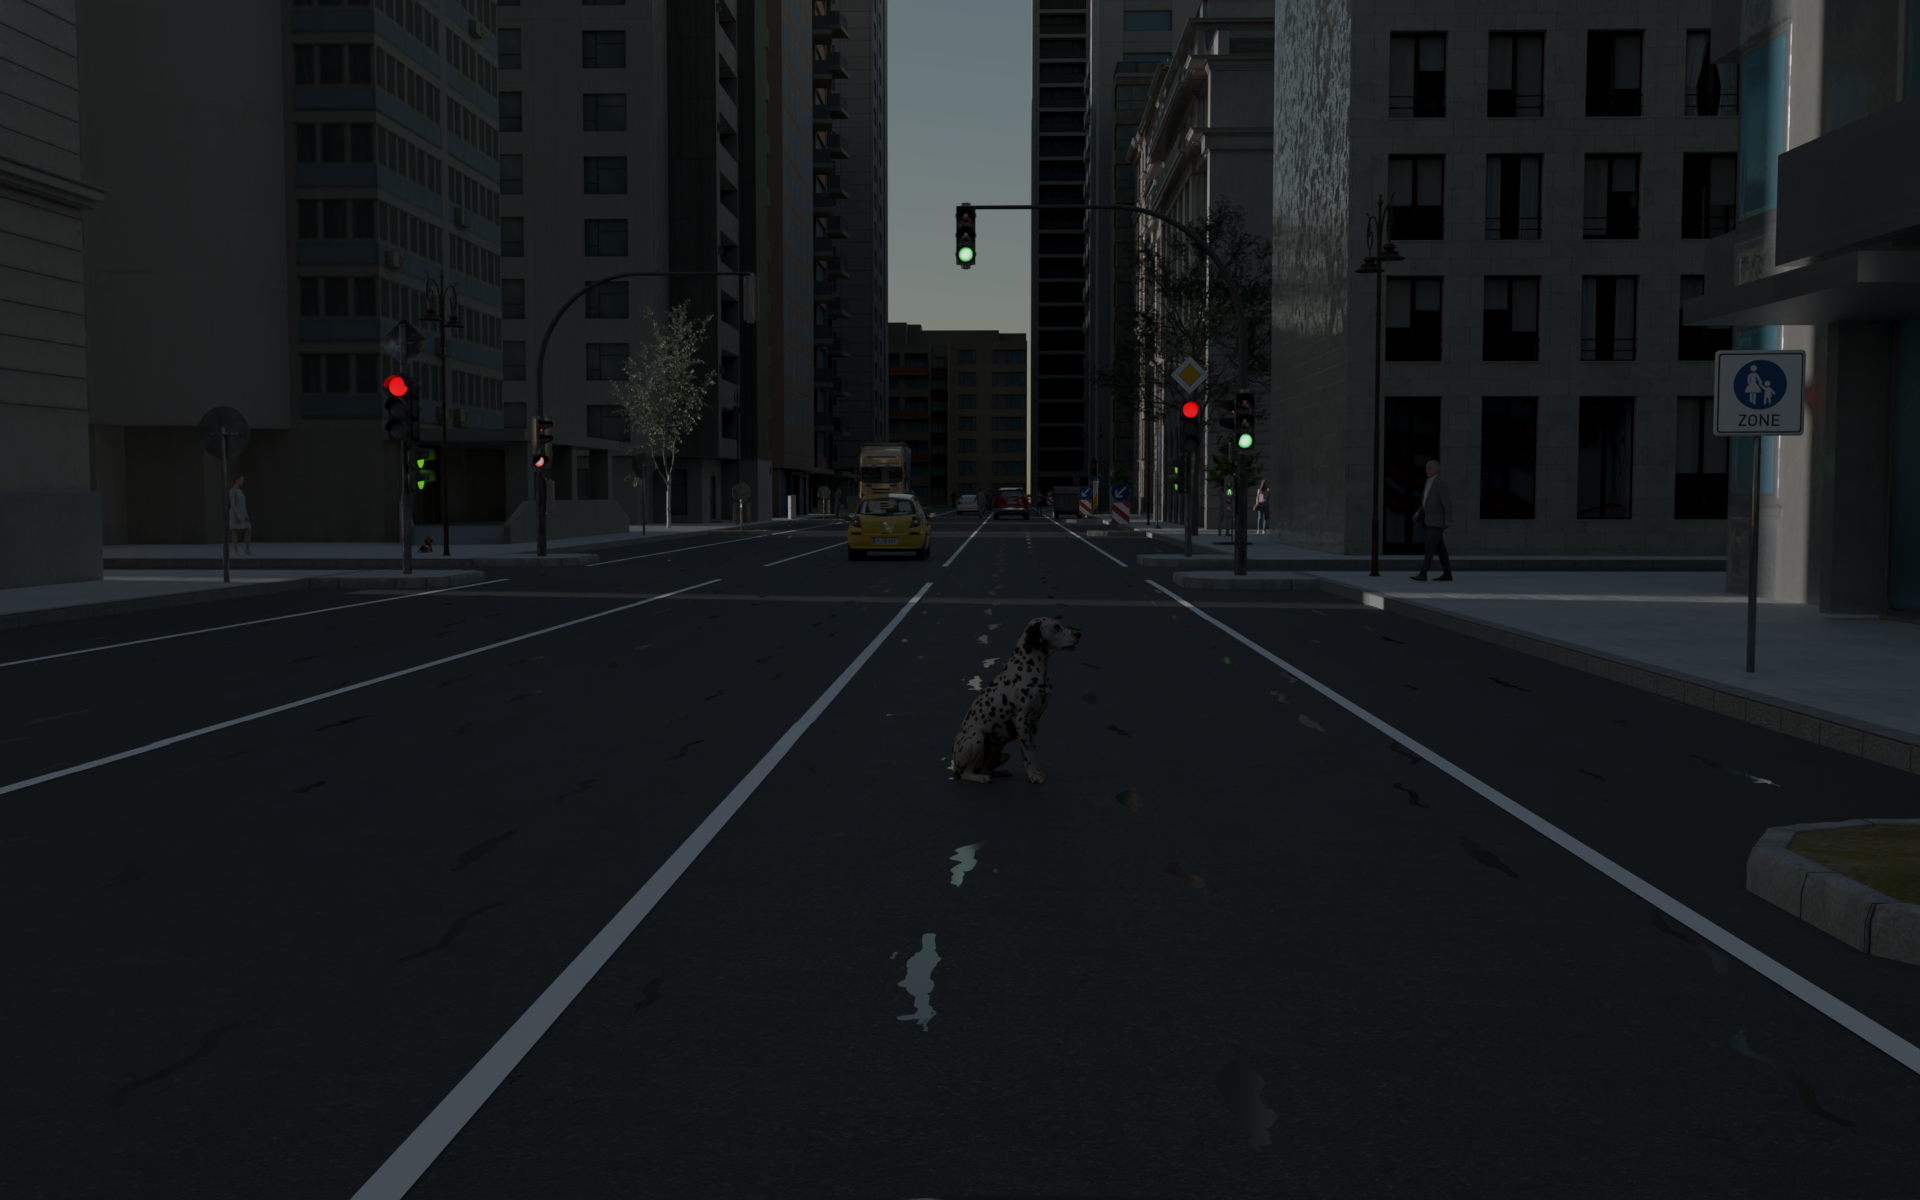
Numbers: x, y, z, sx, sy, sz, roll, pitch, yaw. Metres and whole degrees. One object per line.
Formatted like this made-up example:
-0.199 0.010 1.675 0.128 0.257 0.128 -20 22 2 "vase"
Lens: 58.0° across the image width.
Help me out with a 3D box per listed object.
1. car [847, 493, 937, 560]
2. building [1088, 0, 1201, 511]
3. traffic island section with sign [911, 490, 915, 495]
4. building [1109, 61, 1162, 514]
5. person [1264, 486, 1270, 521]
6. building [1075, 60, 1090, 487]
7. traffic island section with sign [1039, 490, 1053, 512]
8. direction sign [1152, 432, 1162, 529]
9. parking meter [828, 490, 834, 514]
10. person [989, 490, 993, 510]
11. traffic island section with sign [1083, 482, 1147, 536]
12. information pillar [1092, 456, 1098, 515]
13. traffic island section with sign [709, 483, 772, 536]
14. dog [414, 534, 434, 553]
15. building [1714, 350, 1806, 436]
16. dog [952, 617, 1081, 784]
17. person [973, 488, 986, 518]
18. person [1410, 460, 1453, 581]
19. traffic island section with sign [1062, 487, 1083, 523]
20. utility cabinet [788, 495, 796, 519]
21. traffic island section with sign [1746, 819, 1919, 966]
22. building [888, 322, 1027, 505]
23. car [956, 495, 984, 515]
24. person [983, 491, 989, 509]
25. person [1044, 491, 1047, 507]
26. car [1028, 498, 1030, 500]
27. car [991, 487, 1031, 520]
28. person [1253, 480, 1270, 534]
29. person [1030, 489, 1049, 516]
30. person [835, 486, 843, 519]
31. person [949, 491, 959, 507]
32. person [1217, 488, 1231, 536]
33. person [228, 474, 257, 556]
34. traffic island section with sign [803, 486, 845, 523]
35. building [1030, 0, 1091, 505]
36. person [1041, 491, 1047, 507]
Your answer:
-1.548 -1.749 38.819 2.015 1.641 3.980 0 4 1 "car"
20.989 -36.546 139.524 21.231 58.520 28.212 0 4 2 "building"
-4.593 -9.549 164.753 1.989 1.847 2.006 0 4 2 "traffic island section with sign"
17.285 -21.263 119.358 14.160 30.474 14.107 0 4 2 "building"
9.501 -2.809 52.089 0.709 1.813 0.853 1 4 10 "person"
23.496 -33.607 169.089 23.786 49.044 30.456 0 4 2 "building"
8.424 -9.522 164.305 1.989 1.847 2.006 0 4 2 "traffic island section with sign"
7.279 -4.395 63.858 0.379 3.537 0.876 -1 4 -9 "direction sign"
-8.119 -6.168 109.259 0.372 1.533 0.369 0 3 0 "parking meter"
2.725 -8.877 153.619 0.705 1.826 1.348 -1 4 -10 "person"
5.402 -3.141 59.975 1.989 1.847 2.006 0 4 2 "traffic island section with sign"
8.360 -7.068 106.920 0.183 3.616 0.504 -2 4 -25 "information pillar"
-7.625 -3.167 60.406 1.989 1.847 2.006 0 4 2 "traffic island section with sign"
-11.770 -1.235 37.934 0.550 0.427 0.748 3 5 40 "dog"
68.205 -35.464 169.070 27.495 52.752 28.713 0 4 2 "building"
0.181 0.491 8.817 0.513 0.831 0.800 -2 4 -32 "dog"
1.204 -5.793 103.489 0.678 1.792 0.850 -1 4 -19 "person"
6.889 -1.158 25.381 0.834 1.777 0.661 -1 4 -21 "person"
6.192 -4.829 87.577 1.989 1.847 2.006 0 4 2 "traffic island section with sign"
-8.673 -4.785 89.392 0.306 1.237 1.020 -1 4 -13 "utility cabinet"
3.831 0.175 5.772 1.989 1.847 2.006 0 4 2 "traffic island section with sign"
-6.470 -22.284 209.385 28.899 21.520 27.650 0 4 2 "building"
0.754 -6.706 122.002 2.083 1.381 4.827 0 4 2 "car"
2.386 -9.371 162.272 0.990 1.755 0.434 2 4 34 "person"
9.004 -10.563 181.924 1.217 1.735 0.721 0 4 0 "person"
5.115 -8.599 152.399 2.131 1.459 4.920 0 4 1 "car"
2.928 -5.532 99.129 2.281 1.827 5.304 0 4 1 "car"
9.854 -3.042 56.366 0.593 1.750 0.643 1 4 17 "person"
5.201 -6.378 113.497 1.217 1.735 0.721 0 4 3 "person"
-6.537 -5.212 93.519 0.447 1.846 0.655 -1 4 -13 "person"
-0.640 -10.896 186.667 1.348 1.821 0.705 3 4 38 "person"
8.166 -2.872 53.183 0.511 1.800 0.466 1 4 19 "person"
-14.937 -1.763 35.865 0.522 1.701 0.512 0 4 3 "person"
-6.830 -4.815 87.349 1.989 1.847 2.006 0 4 2 "traffic island section with sign"
18.598 -46.733 202.331 20.611 71.187 20.563 0 4 2 "building"
8.493 -10.322 177.785 1.217 1.766 0.721 2 4 31 "person"
